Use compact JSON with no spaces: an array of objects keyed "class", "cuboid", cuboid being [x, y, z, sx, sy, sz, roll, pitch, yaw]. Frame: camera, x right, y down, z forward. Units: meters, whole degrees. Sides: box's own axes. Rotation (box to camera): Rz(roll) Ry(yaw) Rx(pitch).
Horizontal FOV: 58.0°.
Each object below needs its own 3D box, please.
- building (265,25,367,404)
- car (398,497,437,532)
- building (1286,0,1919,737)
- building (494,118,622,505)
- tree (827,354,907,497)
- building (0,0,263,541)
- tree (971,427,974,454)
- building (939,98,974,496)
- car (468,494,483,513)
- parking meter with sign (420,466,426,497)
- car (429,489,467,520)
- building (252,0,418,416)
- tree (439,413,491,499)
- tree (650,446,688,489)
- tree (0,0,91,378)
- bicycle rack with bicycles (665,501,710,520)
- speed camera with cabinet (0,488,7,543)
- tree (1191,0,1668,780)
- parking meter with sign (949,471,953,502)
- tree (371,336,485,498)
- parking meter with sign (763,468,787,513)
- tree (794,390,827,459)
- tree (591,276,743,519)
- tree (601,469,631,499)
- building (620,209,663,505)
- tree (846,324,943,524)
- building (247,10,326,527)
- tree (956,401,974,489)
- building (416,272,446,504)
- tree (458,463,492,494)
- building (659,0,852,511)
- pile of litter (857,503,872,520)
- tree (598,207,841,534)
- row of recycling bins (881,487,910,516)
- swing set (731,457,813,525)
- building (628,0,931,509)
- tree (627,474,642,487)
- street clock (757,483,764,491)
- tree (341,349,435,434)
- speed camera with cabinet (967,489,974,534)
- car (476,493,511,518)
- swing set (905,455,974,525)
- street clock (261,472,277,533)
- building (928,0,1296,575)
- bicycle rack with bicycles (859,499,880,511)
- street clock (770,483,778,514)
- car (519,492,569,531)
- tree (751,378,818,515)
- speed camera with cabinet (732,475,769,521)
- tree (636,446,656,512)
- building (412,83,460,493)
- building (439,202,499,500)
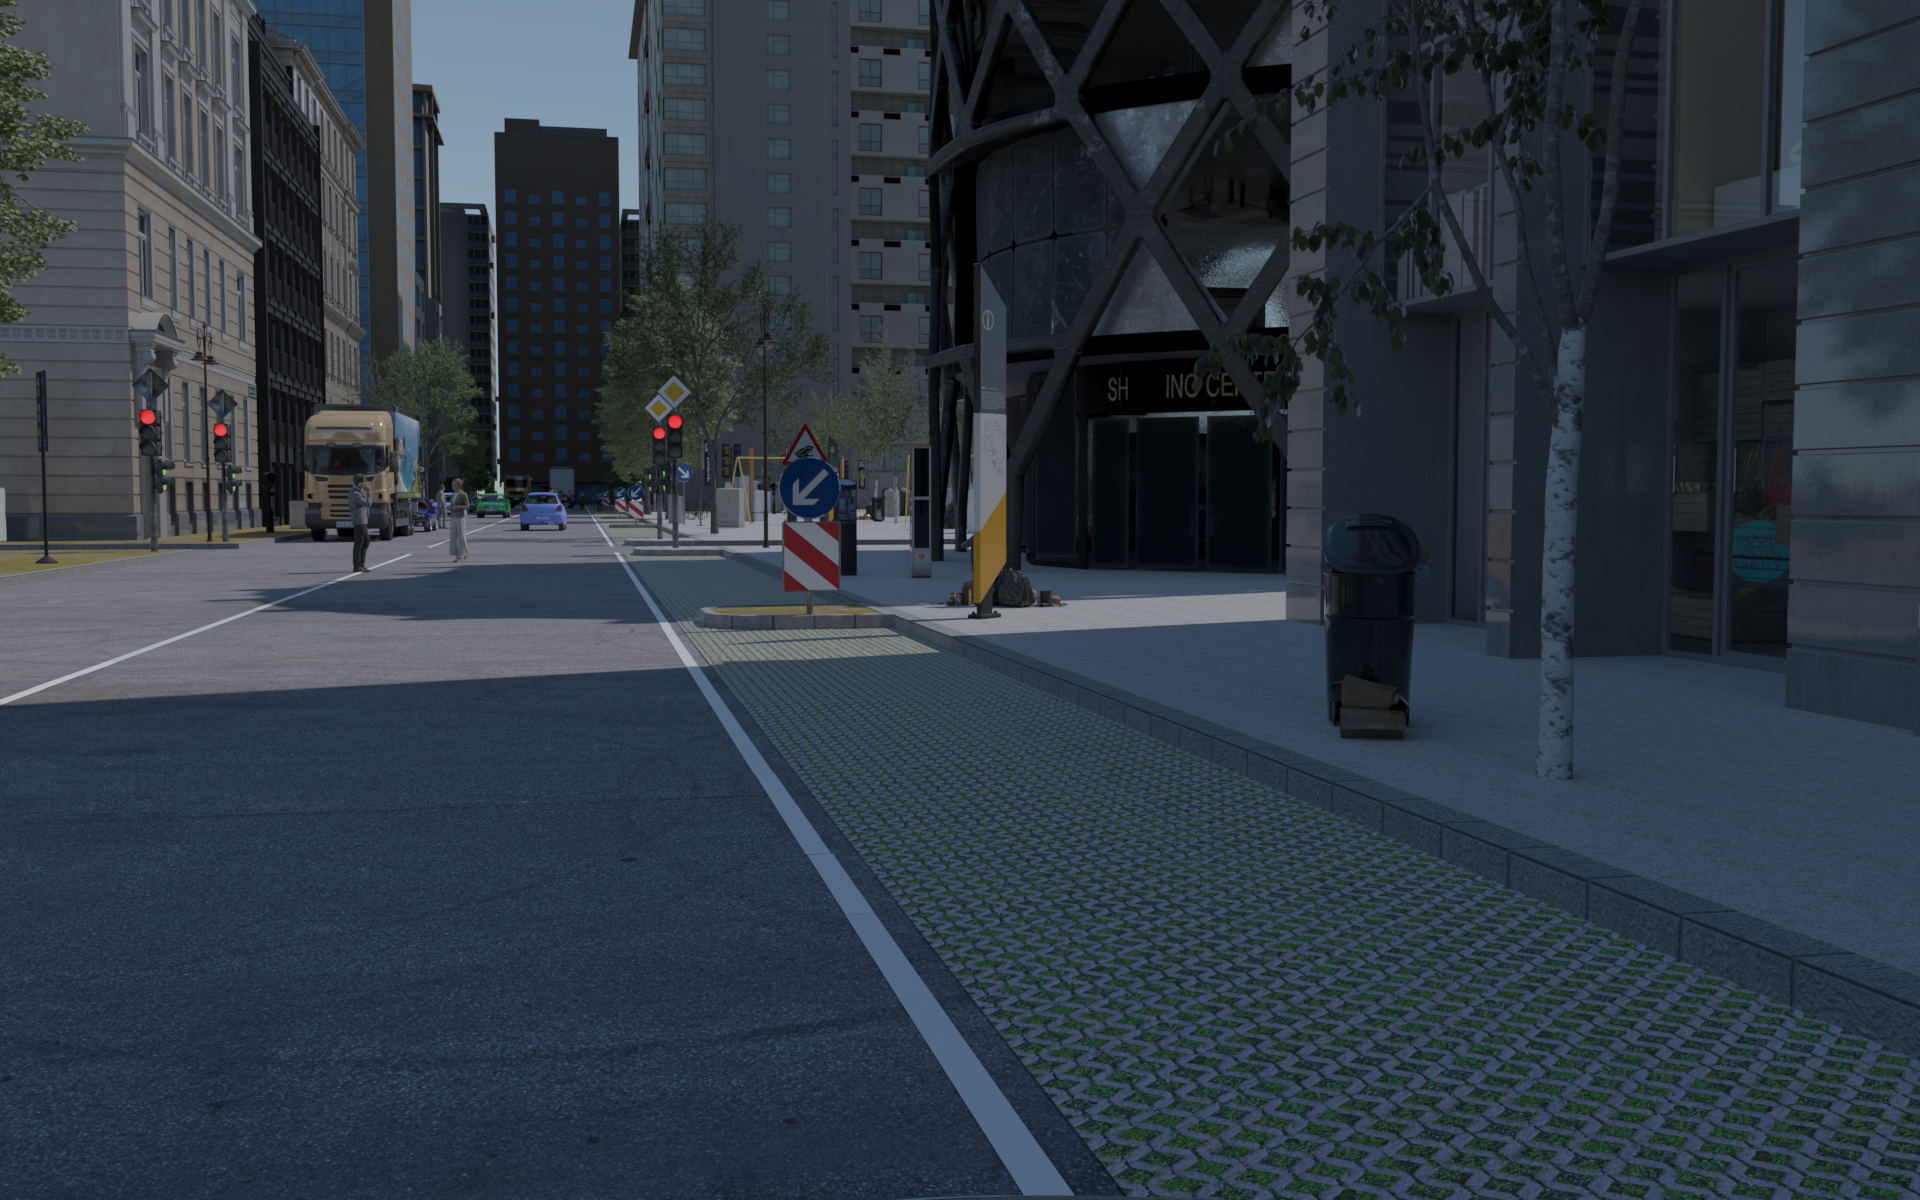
[{"class":"building","cuboid":[-39.545,-18.062,92.572,12.463,27.353,25.104,-1,4,-12]},{"class":"car","cuboid":[-20.989,-3.276,66.141,1.945,1.354,3.894,-1,4,-12]},{"class":"building","cuboid":[11.759,-13.831,3.625,11.434,29.767,29.804,-1,4,-12]},{"class":"building","cuboid":[-48.663,-34.283,210.632,14.200,45.320,14.600,-1,4,-12]},{"class":"tree","cuboid":[-4.531,-8.630,91.466,4.737,8.622,4.395,0,3,0]},{"class":"building","cuboid":[-30.908,-16.467,55.136,13.634,28.700,20.117,-1,4,-12]},{"class":"tree","cuboid":[2.374,-9.792,110.458,4.737,8.622,4.395,0,3,0]},{"class":"building","cuboid":[-13.962,-34.743,157.291,28.713,52.752,27.495,-1,4,-12]},{"class":"car","cuboid":[-36.715,-7.402,132.820,2.131,1.459,4.920,-1,4,-14]},{"class":"parking meter with sign","cuboid":[-33.610,-6.824,107.838,0.543,3.016,1.738,-1,4,-13]},{"class":"car","cuboid":[-27.995,-5.208,94.735,1.945,1.707,3.694,-1,4,-10]},{"class":"building","cuboid":[-46.947,-28.994,124.158,14.600,45.320,14.200,-1,4,-12]},{"class":"tree","cuboid":[-46.875,-13.123,164.925,4.737,8.622,4.395,0,3,0]},{"class":"tree","cuboid":[-20.412,-10.286,118.546,4.737,8.622,4.395,0,3,0]},{"class":"tree","cuboid":[-15.627,-6.429,23.240,7.486,12.596,7.792,0,3,0]},{"class":"bicycle rack with bicycles","cuboid":[-13.509,-4.474,86.526,2.925,0.926,2.852,1,4,21]},{"class":"speed camera with cabinet","cuboid":[-25.533,-3.108,45.145,0.660,3.252,2.038,-1,4,-13]},{"class":"tree","cuboid":[2.631,-3.513,7.808,4.360,8.622,3.978,0,3,0]},{"class":"parking meter with sign","cuboid":[-0.178,-6.119,96.303,0.543,3.016,1.738,1,4,12]},{"class":"tree","cuboid":[-35.099,-11.496,113.718,9.928,11.665,9.643,0,3,0]},{"class":"parking meter with sign","cuboid":[-12.252,-7.289,115.431,1.738,3.016,0.543,-1,4,-13]},{"class":"tree","cuboid":[-9.348,-10.378,120.049,4.737,8.622,4.395,0,3,0]},{"class":"tree","cuboid":[-14.613,-10.467,89.265,7.486,12.596,7.792,0,3,0]},{"class":"tree","cuboid":[-39.317,-13.114,198.131,4.285,4.588,4.351,0,3,0]},{"class":"building","cuboid":[-32.062,-32.555,224.154,23.993,40.220,32.217,-1,4,-12]},{"class":"tree","cuboid":[-2.784,-7.589,74.447,4.360,8.622,3.978,0,3,0]},{"class":"building","cuboid":[-34.425,-14.876,72.898,12.332,23.373,15.834,-1,4,-12]},{"class":"tree","cuboid":[0.882,-8.114,83.023,4.360,8.622,3.978,0,3,0]},{"class":"building","cuboid":[-58.472,-18.317,144.519,27.650,21.520,28.899,-1,4,-12]},{"class":"tree","cuboid":[-54.383,-12.936,195.210,4.285,4.588,4.351,0,3,0]},{"class":"building","cuboid":[-16.286,-27.621,135.199,14.154,41.232,14.086,-1,4,-12]},{"class":"pile of litter","cuboid":[-4.679,-4.414,86.126,1.176,0.858,1.719,-1,4,-15]},{"class":"tree","cuboid":[-7.832,-7.420,55.737,8.767,10.594,7.601,0,4,6]},{"class":"row of recycling bins","cuboid":[-2.940,-5.735,100.879,3.534,1.692,1.069,1,4,18]},{"class":"swing set","cuboid":[-8.242,-4.650,73.654,3.119,2.851,2.862,-2,4,-29]},{"class":"building","cuboid":[-19.984,-36.381,184.068,28.713,52.752,27.495,-1,4,-12]},{"class":"tree","cuboid":[-26.750,-9.110,143.553,1.663,3.219,1.824,0,3,0]},{"class":"street clock","cuboid":[-13.054,-6.678,113.759,0.471,2.002,0.358,1,4,16]},{"class":"tree","cuboid":[-29.117,-8.413,87.908,4.360,8.622,3.978,0,3,0]},{"class":"speed camera with cabinet","cuboid":[0.740,-3.823,56.836,0.660,3.252,2.038,1,4,14]},{"class":"car","cuboid":[-28.298,-5.889,105.076,1.959,1.807,4.718,-1,4,-11]},{"class":"swing set","cuboid":[-0.544,-4.425,69.971,3.119,2.851,2.862,0,4,-7]},{"class":"street clock","cuboid":[-22.896,-3.233,57.434,0.358,2.002,0.471,2,4,25]},{"class":"building","cuboid":[7.561,-10.147,33.360,16.820,18.784,16.811,-1,4,-12]},{"class":"bicycle rack with bicycles","cuboid":[-6.109,-6.839,125.195,2.852,0.926,2.925,-1,4,-20]},{"class":"street clock","cuboid":[-11.771,-6.429,109.679,0.471,2.002,0.358,0,4,7]},{"class":"car","cuboid":[-16.519,-3.616,68.710,1.945,1.707,3.694,-1,4,-11]},{"class":"tree","cuboid":[-10.476,-9.362,103.436,4.360,8.622,3.978,0,3,0]},{"class":"speed camera with cabinet","cuboid":[-10.125,-5.420,82.958,0.660,3.252,2.038,-3,5,-39]},{"class":"tree","cuboid":[-22.199,-10.651,124.514,4.360,8.622,3.978,0,3,0]},{"class":"building","cuboid":[-66.449,-31.988,177.632,28.867,44.769,22.147,-1,4,-12]},{"class":"building","cuboid":[-70.218,-32.038,215.710,23.993,40.220,32.217,-1,4,-12]}]
